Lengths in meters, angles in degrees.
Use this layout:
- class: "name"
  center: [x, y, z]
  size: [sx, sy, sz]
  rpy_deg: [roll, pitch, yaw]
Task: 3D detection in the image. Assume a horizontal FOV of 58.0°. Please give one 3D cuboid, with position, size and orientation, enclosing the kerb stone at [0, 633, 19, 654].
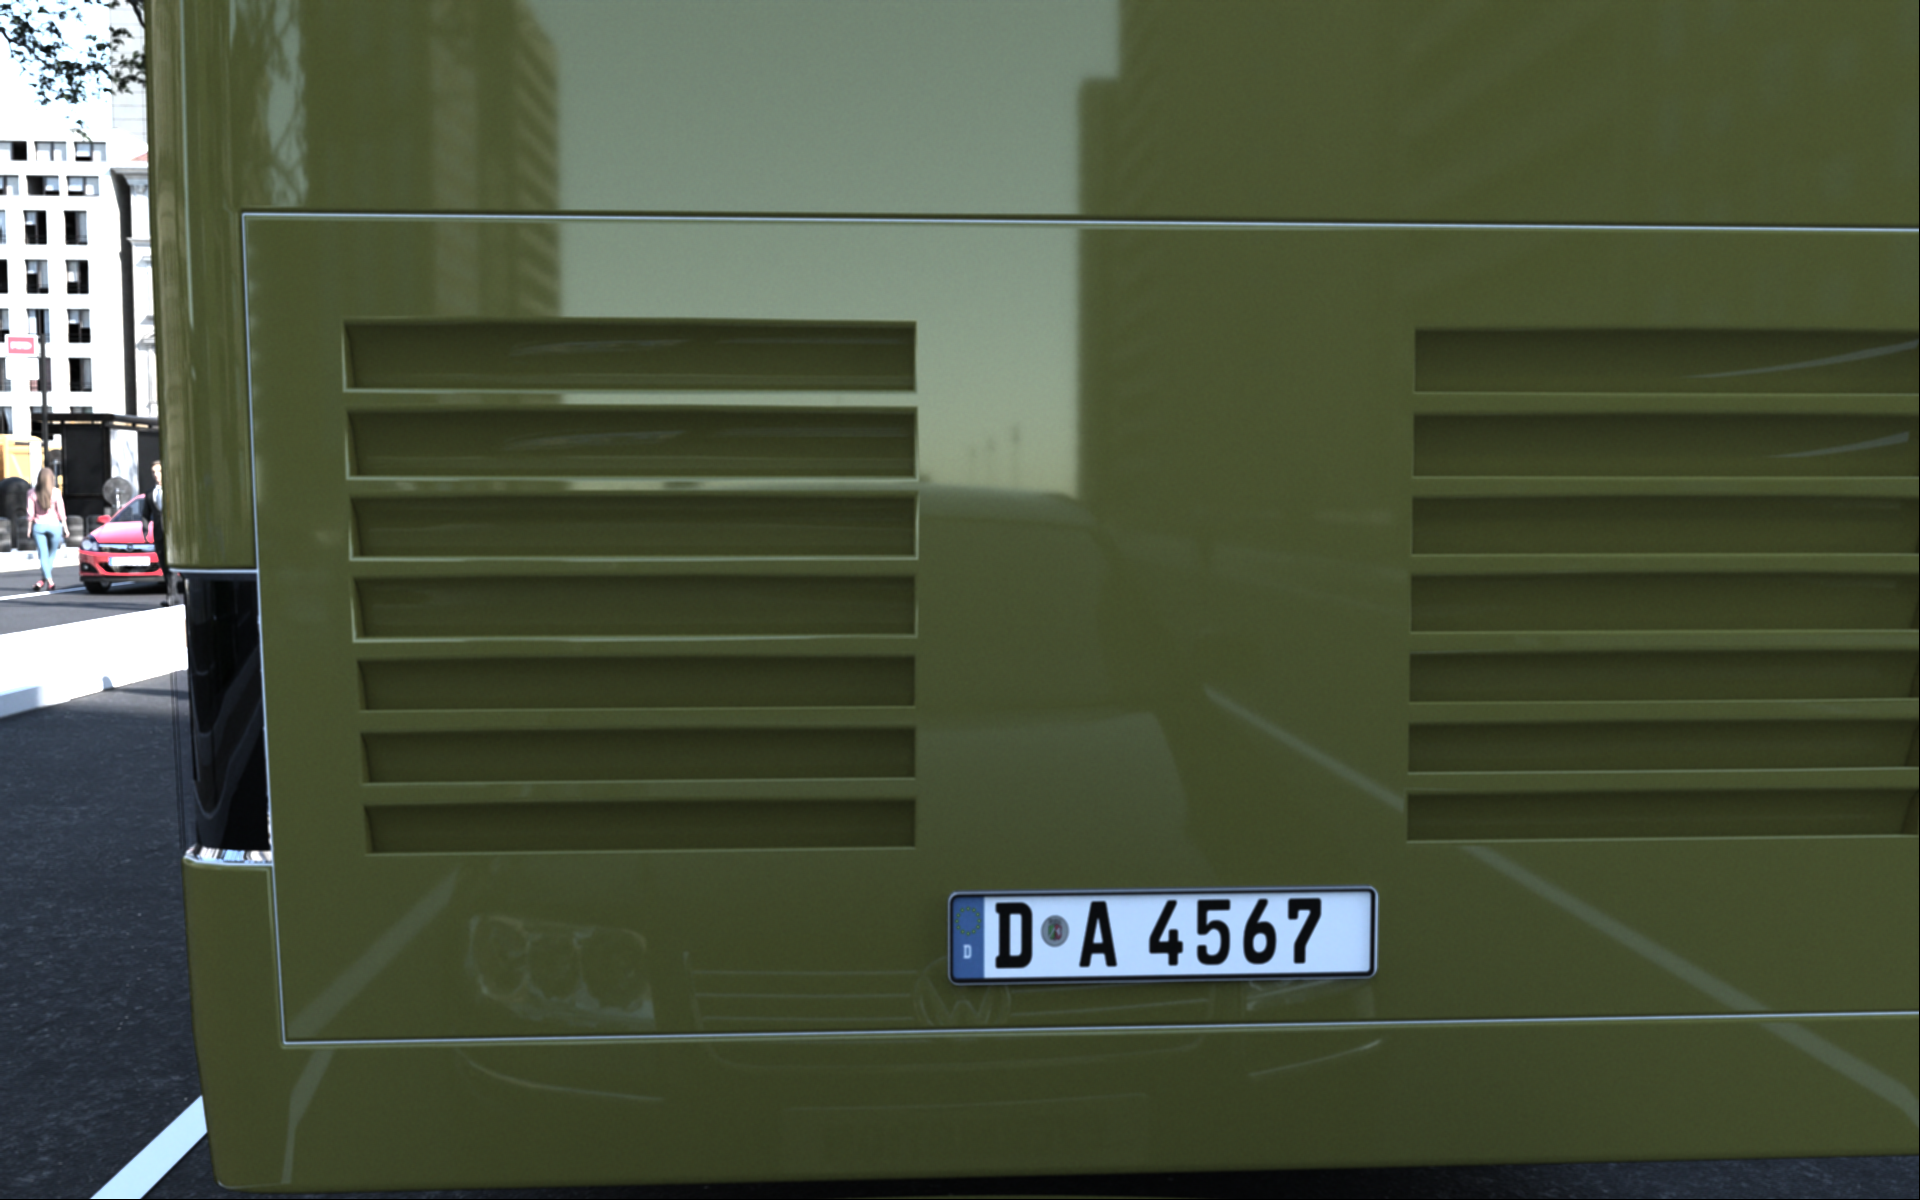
- class: "kerb stone"
  center: [-8.596, 0.410, 15.489]
  size: [0.120, 0.150, 1.000]
  rpy_deg: [0, 4, -4]

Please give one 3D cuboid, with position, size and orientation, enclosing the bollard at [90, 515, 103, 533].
- class: "bollard"
  center: [-21.211, -1.700, 42.513]
  size: [0.404, 0.777, 0.398]
  rpy_deg: [0, 3, 0]

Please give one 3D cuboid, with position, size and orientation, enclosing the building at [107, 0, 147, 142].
- class: "building"
  center: [-75.717, -45.669, 184.944]
  size: [20.611, 71.187, 20.563]
  rpy_deg: [0, 4, -4]

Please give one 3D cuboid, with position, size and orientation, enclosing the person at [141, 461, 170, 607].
- class: "person"
  center: [-10.011, -0.829, 21.834]
  size: [0.659, 1.850, 0.755]
  rpy_deg: [0, 4, 1]

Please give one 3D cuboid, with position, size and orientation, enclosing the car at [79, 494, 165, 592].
- class: "car"
  center: [-11.958, -1.076, 26.633]
  size: [2.155, 1.783, 4.494]
  rpy_deg: [0, 4, -6]

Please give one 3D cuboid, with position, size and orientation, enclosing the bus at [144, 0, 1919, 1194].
- class: "bus"
  center: [-0.111, -1.020, 8.226]
  size: [2.896, 3.916, 12.252]
  rpy_deg: [0, 4, -3]

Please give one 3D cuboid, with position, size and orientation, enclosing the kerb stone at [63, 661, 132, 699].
- class: "kerb stone"
  center: [-6.300, 0.588, 12.576]
  size: [0.120, 0.150, 1.000]
  rpy_deg: [0, 4, -4]

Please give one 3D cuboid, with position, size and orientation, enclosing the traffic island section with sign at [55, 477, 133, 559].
- class: "traffic island section with sign"
  center: [-19.008, -1.839, 38.689]
  size: [1.989, 1.847, 2.006]
  rpy_deg: [0, 4, -4]

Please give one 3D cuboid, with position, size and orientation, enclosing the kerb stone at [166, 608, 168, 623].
- class: "kerb stone"
  center: [-8.869, 0.158, 19.605]
  size: [0.120, 0.150, 1.000]
  rpy_deg: [0, 4, -4]

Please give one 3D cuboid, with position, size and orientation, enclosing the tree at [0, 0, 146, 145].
- class: "tree"
  center: [-6.805, -4.471, 9.978]
  size: [8.767, 10.594, 7.601]
  rpy_deg: [0, 4, -4]

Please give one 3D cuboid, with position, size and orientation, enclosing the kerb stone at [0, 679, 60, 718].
- class: "kerb stone"
  center: [-6.226, 0.652, 11.553]
  size: [0.120, 0.150, 1.000]
  rpy_deg: [0, 4, -4]

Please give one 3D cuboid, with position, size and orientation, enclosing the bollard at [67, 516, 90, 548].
- class: "bollard"
  center: [-21.130, -1.627, 41.314]
  size: [0.404, 0.777, 0.398]
  rpy_deg: [0, 3, 0]

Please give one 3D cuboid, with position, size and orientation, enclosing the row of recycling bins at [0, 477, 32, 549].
- class: "row of recycling bins"
  center: [-23.545, -2.039, 40.447]
  size: [3.534, 1.692, 1.069]
  rpy_deg: [-1, 4, -12]

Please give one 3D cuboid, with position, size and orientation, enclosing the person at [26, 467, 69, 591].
- class: "person"
  center: [-13.449, -1.042, 25.544]
  size: [0.555, 1.821, 0.388]
  rpy_deg: [-3, 4, -38]

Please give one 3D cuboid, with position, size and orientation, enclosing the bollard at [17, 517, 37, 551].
- class: "bollard"
  center: [-20.974, -1.480, 38.916]
  size: [0.404, 0.777, 0.398]
  rpy_deg: [0, 3, 0]

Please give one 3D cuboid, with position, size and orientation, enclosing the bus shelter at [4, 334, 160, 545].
- class: "bus shelter"
  center: [-22.999, -4.195, 46.217]
  size: [2.179, 5.291, 8.768]
  rpy_deg: [0, 4, -4]

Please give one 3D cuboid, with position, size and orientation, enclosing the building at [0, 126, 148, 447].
- class: "building"
  center: [-52.440, -14.591, 93.318]
  size: [16.860, 20.320, 10.420]
  rpy_deg: [0, 4, -4]

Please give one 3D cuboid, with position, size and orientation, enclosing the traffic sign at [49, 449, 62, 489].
- class: "traffic sign"
  center: [-25.363, -2.969, 48.643]
  size: [0.768, 2.556, 0.104]
  rpy_deg: [0, 4, 4]

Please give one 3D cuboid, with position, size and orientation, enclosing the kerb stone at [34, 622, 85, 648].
- class: "kerb stone"
  center: [-8.656, 0.347, 16.519]
  size: [0.120, 0.150, 1.000]
  rpy_deg: [0, 4, -4]

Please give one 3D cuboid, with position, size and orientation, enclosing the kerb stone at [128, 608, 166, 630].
- class: "kerb stone"
  center: [-8.801, 0.221, 18.581]
  size: [0.120, 0.150, 1.000]
  rpy_deg: [0, 4, -4]

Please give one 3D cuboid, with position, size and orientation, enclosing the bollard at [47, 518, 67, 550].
- class: "bollard"
  center: [-21.052, -1.553, 40.115]
  size: [0.404, 0.777, 0.398]
  rpy_deg: [0, 3, 0]

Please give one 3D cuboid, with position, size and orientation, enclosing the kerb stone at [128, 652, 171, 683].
- class: "kerb stone"
  center: [-6.368, 0.525, 13.605]
  size: [0.120, 0.150, 1.000]
  rpy_deg: [0, 4, -4]

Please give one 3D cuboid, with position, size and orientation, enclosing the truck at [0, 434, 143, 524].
- class: "truck"
  center: [-29.839, -3.768, 57.537]
  size: [9.791, 3.379, 3.469]
  rpy_deg: [0, 4, -5]

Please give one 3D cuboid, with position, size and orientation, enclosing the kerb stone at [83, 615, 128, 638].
- class: "kerb stone"
  center: [-8.727, 0.284, 17.550]
  size: [0.120, 0.150, 1.000]
  rpy_deg: [0, 4, -4]

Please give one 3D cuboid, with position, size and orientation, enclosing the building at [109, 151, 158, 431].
- class: "building"
  center: [-33.565, -15.884, 95.854]
  size: [21.152, 22.565, 11.583]
  rpy_deg: [0, 4, -4]

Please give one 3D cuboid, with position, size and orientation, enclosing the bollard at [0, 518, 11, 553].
- class: "bollard"
  center: [-20.893, -1.406, 37.712]
  size: [0.404, 0.777, 0.398]
  rpy_deg: [0, 3, 0]
